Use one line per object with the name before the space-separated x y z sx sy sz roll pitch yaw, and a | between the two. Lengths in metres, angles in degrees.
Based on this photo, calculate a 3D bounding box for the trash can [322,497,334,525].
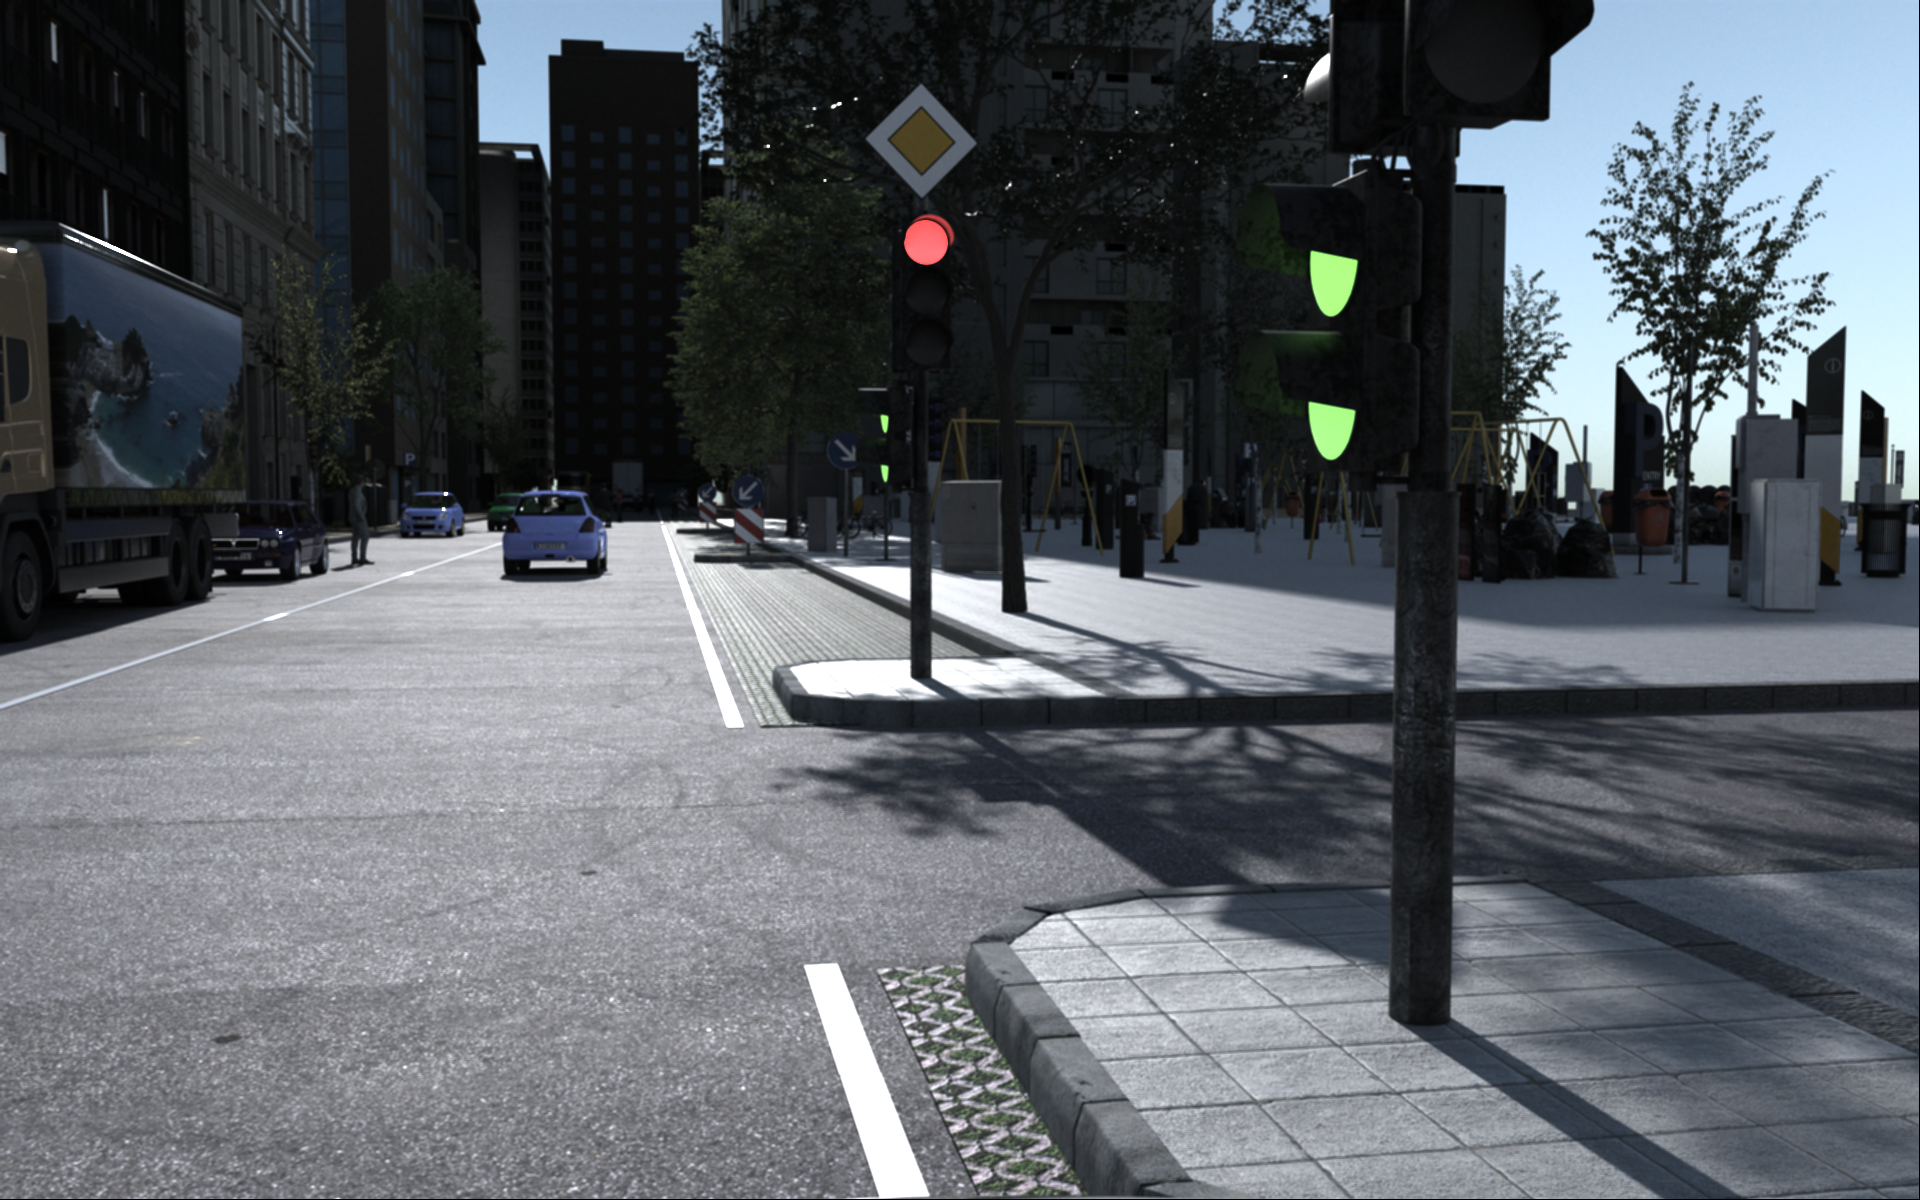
trash can | -26.439 -3.701 72.159 0.748 1.137 0.748 0 3 0

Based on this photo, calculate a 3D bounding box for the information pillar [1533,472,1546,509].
information pillar | 19.678 -3.325 58.862 0.304 2.012 0.304 -1 4 -12

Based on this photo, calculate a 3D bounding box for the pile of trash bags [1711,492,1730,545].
pile of trash bags | 18.088 -2.112 44.279 3.447 1.369 1.912 0 4 5

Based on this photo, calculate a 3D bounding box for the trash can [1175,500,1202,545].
trash can | 5.713 -1.954 43.607 0.748 1.137 0.748 0 3 0

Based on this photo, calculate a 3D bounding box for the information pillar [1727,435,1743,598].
information pillar | 9.776 -1.040 21.496 0.304 2.012 0.304 -1 4 -14

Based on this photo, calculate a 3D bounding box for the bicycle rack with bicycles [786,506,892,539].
bicycle rack with bicycles | -3.738 -2.232 49.876 2.925 0.926 2.852 1 4 23

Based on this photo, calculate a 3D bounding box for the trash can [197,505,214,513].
trash can | -16.904 -1.642 38.498 0.748 1.137 0.748 0 3 0

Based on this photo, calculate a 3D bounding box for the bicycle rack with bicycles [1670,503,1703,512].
bicycle rack with bicycles | 28.725 -3.269 66.836 2.925 0.926 2.852 0 4 7

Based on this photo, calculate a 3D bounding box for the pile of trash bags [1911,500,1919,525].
pile of trash bags | 41.407 -3.883 73.247 1.912 1.369 3.447 3 4 36

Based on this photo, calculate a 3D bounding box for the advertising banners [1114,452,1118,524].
advertising banners | 6.448 -4.737 73.643 0.090 3.025 2.074 -1 4 -9

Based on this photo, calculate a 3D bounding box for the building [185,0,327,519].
building | -29.468 -15.886 56.992 12.463 27.353 25.104 -1 4 -10

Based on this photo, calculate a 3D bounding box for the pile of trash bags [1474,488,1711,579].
pile of trash bags | 9.596 -1.064 27.153 3.447 1.369 1.912 -1 4 -14

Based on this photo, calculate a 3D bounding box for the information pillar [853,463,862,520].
information pillar | -5.068 -5.752 85.405 0.504 3.616 0.183 -1 4 -22

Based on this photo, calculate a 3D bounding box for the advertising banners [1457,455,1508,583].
advertising banners | 7.527 -1.805 25.702 0.090 3.025 2.074 -1 4 -13

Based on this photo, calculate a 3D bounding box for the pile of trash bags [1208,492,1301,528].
pile of trash bags | 11.121 -3.401 65.355 3.447 1.369 1.912 0 4 8

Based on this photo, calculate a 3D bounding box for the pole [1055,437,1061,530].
pole | 3.531 -4.199 62.499 0.158 3.312 0.155 0 3 0

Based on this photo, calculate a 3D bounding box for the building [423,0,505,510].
building | -52.798 -29.876 143.091 28.867 44.769 22.147 -1 4 -10

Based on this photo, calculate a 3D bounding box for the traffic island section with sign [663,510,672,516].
traffic island section with sign | -18.074 -6.341 112.302 1.989 1.847 2.006 -1 4 -10

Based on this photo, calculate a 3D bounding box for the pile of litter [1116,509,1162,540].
pile of litter | 5.067 -2.150 49.111 1.176 0.858 1.719 -1 4 -12

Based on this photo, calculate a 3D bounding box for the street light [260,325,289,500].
street light | -18.755 -4.571 47.519 0.468 5.910 1.993 -1 4 -10

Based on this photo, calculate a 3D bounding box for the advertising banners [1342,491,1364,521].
advertising banners | 19.186 -5.364 83.894 2.074 3.025 0.090 -2 4 -29

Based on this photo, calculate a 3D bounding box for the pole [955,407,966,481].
pole | 0.046 -2.874 40.836 0.158 3.312 0.155 0 3 0

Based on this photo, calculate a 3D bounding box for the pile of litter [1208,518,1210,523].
pile of litter | 11.835 -3.891 77.590 1.719 0.858 1.176 1 4 10

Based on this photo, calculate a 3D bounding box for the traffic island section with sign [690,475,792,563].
traffic island section with sign | -4.636 -1.719 36.733 1.989 1.847 2.006 -1 4 -10

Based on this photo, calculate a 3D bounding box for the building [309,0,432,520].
building | -35.530 -26.835 88.856 14.600 45.320 14.200 -1 4 -10

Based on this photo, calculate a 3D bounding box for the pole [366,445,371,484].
pole | -24.624 -4.789 72.151 0.158 3.312 0.155 0 3 0

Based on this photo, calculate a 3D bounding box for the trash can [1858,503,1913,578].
trash can | 14.270 -0.923 26.743 0.748 1.137 0.748 0 3 0

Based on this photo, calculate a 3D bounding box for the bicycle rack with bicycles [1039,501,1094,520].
bicycle rack with bicycles | 5.260 -4.576 88.206 2.852 0.926 2.925 -1 4 -18

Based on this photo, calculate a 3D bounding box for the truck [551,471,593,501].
truck | -32.935 -9.308 148.107 3.469 3.379 9.791 -1 4 -9

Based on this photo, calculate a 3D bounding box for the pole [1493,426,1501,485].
pole | 16.034 -3.541 51.742 0.158 3.312 0.155 0 3 0

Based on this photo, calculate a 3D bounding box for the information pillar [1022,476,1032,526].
information pillar | 2.719 -4.048 70.669 0.304 2.012 0.304 3 4 38

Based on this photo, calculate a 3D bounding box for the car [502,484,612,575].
car | -7.484 -1.383 32.200 1.945 1.707 3.694 -1 4 -9

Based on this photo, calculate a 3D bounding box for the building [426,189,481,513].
building | -46.231 -16.186 109.677 27.650 21.520 28.899 -1 4 -10

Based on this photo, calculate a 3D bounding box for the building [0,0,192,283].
building | -25.173 -12.688 37.124 12.332 23.373 15.834 -1 4 -10

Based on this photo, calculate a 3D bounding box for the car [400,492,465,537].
car | -17.871 -3.002 58.677 1.945 1.707 3.694 0 4 -8

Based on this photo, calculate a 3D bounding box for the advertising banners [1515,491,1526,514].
advertising banners | 24.122 -4.934 76.855 2.074 3.025 0.090 2 4 23

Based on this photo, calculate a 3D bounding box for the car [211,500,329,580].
car | -12.057 -1.054 29.817 1.945 1.354 3.894 -1 4 -10

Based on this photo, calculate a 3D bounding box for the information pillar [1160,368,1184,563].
information pillar | 3.979 -2.510 32.386 0.504 3.616 0.183 -3 5 -44

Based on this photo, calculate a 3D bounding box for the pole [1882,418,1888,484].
pole | 24.622 -3.205 46.250 0.158 3.312 0.155 0 3 0

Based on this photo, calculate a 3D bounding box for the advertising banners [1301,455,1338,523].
advertising banners | 16.042 -4.965 77.368 2.074 3.025 0.090 -2 4 -25

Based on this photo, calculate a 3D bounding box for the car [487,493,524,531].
car | -17.744 -3.683 69.021 1.959 1.807 4.718 -1 4 -8

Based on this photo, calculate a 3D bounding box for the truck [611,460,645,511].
truck | -27.995 -9.612 146.063 2.839 4.237 11.283 -1 4 -11

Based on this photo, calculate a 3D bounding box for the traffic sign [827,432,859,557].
traffic sign | -2.343 -2.166 35.526 0.768 2.556 0.104 0 4 -7

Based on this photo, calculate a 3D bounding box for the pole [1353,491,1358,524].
pole | 17.067 -4.939 74.596 0.158 3.312 0.155 0 3 0

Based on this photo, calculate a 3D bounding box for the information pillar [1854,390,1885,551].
information pillar | 20.536 -2.919 39.086 0.504 3.616 0.183 1 4 11

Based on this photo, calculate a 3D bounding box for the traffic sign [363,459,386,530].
traffic sign | -21.102 -3.813 62.449 0.768 2.556 0.104 -1 4 -10

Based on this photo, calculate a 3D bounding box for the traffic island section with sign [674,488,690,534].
traffic island section with sign | -9.353 -3.342 63.274 1.989 1.847 2.006 -1 4 -10

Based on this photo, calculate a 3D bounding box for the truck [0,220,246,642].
truck | -10.810 -1.896 19.910 2.839 4.237 11.283 -1 4 -10

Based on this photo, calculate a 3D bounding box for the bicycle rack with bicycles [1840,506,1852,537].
bicycle rack with bicycles | 27.177 -2.411 52.809 2.852 0.926 2.925 2 4 31

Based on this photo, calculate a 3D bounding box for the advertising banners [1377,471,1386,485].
advertising banners | 12.961 -3.327 50.582 2.074 3.025 0.090 1 4 20
